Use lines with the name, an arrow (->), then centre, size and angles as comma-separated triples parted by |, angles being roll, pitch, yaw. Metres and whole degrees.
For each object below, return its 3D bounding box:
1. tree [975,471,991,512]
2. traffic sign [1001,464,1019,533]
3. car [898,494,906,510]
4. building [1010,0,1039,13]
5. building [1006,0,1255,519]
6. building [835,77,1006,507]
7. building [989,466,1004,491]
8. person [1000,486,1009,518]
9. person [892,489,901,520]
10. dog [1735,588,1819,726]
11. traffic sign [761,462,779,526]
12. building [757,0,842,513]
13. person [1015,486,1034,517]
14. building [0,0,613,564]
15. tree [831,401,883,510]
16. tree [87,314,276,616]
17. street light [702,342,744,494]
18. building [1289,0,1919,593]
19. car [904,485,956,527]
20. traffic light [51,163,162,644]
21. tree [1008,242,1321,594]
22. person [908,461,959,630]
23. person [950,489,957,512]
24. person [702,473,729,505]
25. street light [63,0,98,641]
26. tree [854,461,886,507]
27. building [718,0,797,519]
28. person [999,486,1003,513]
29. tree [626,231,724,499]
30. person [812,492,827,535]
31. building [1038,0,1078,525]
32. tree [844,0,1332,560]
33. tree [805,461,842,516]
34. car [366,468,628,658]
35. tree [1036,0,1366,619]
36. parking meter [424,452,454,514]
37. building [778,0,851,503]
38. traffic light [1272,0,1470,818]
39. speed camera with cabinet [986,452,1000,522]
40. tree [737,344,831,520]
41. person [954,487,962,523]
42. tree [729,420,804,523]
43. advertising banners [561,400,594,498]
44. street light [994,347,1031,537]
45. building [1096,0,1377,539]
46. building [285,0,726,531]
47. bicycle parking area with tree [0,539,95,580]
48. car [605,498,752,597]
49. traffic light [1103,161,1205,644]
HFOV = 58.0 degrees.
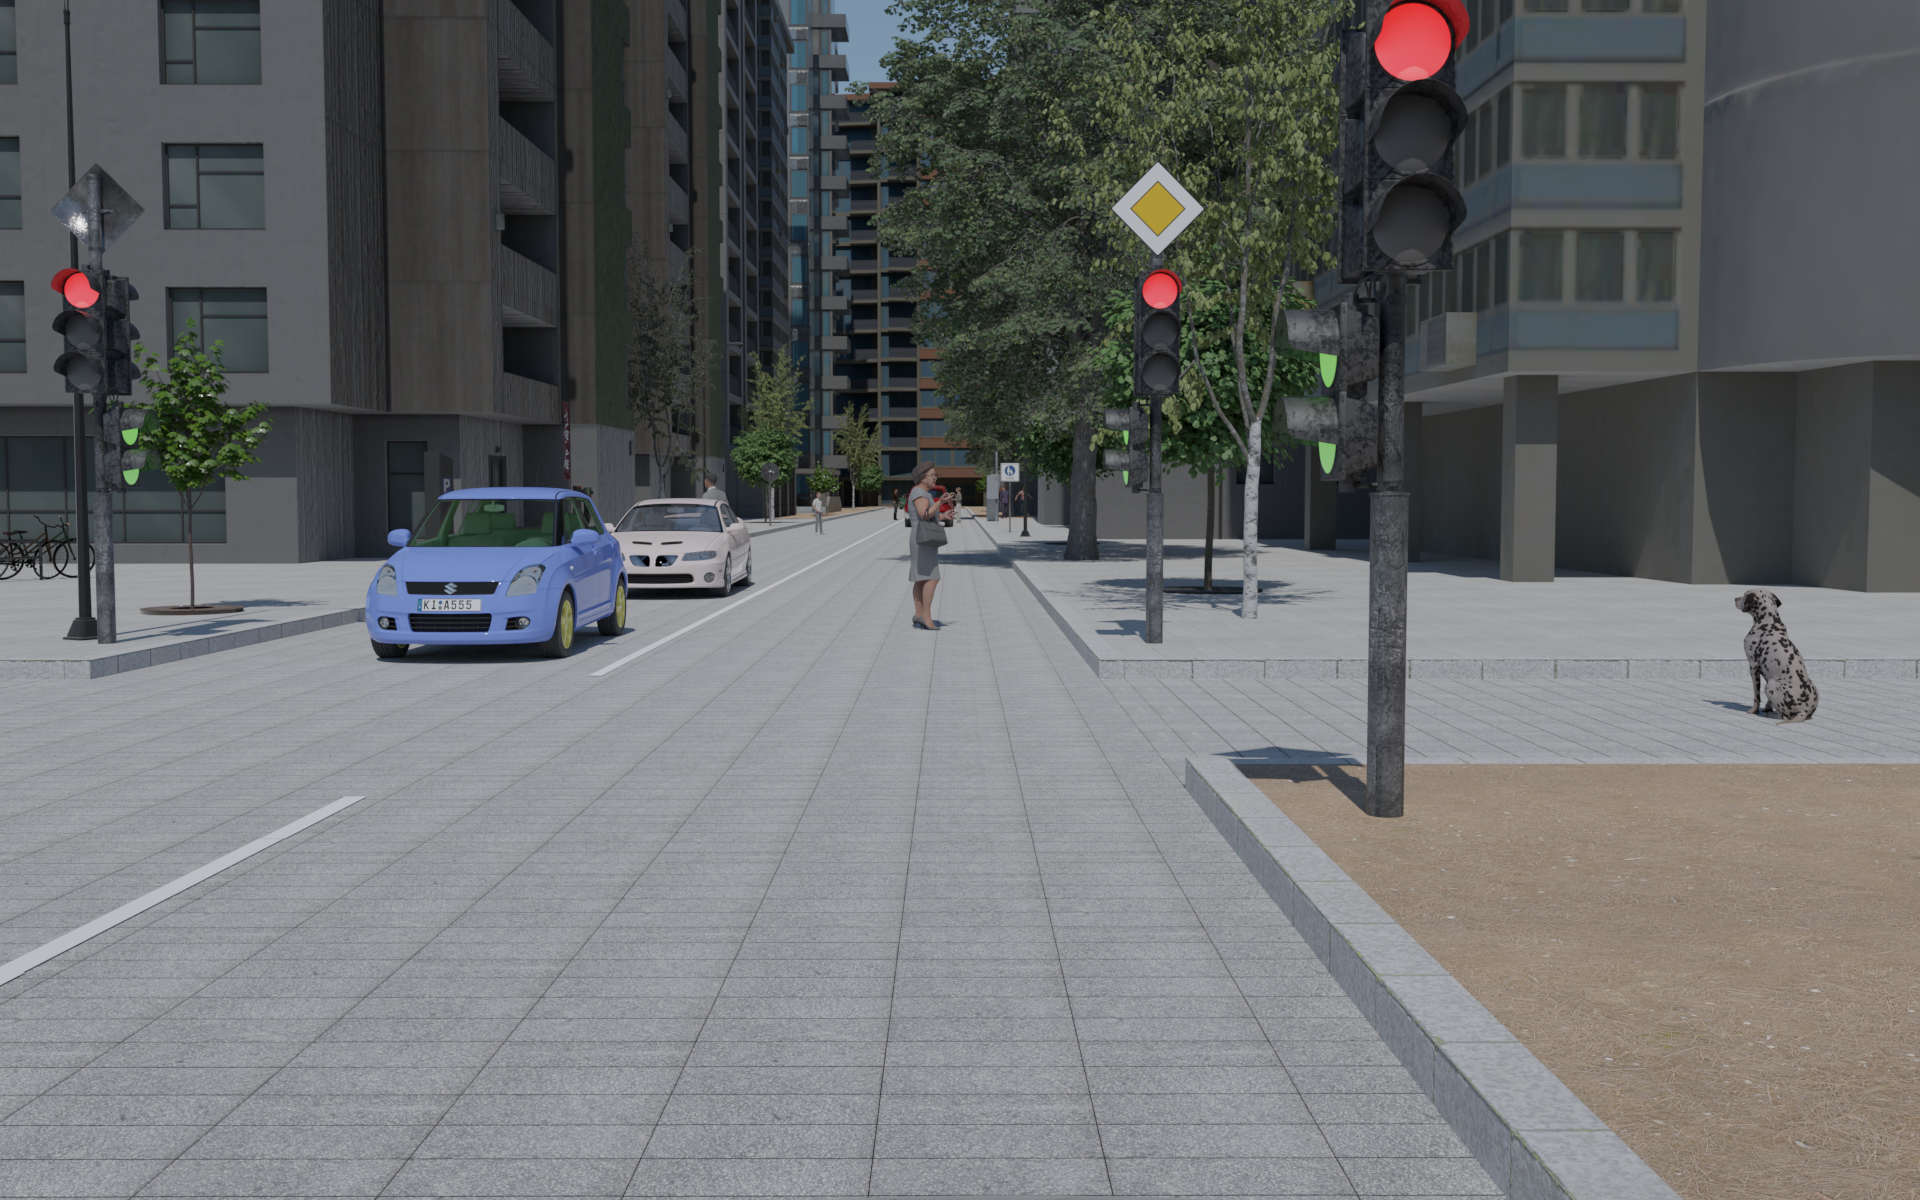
tree -> 1.889, -8.140, 127.695 | 1.663, 3.219, 1.824 | 0, 3, 0
traffic sign -> 1.660, -3.390, 57.550 | 0.606, 2.300, 0.079 | 0, 4, 4
car -> -4.717, -9.189, 162.040 | 2.131, 1.459, 4.920 | 0, 4, 1
building -> 14.126, -35.901, 128.977 | 21.231, 58.520, 28.212 | 0, 4, 0
building -> 9.837, -20.579, 108.170 | 14.160, 30.474, 14.107 | 0, 4, 0
building -> -1.682, -32.430, 184.846 | 28.867, 44.769, 22.147 | 0, 4, 0
building -> 13.042, -43.747, 153.512 | 20.563, 71.187, 20.611 | 0, 4, 0
person -> 2.344, -5.168, 91.457 | 0.541, 1.710, 0.530 | -1, 4, -18
person -> -3.443, -5.217, 94.617 | 0.721, 1.723, 1.217 | 1, 4, 15
dog -> 5.205, 0.354, 11.051 | 0.513, 0.831, 0.800 | 2, 4, 25
traffic sign -> -7.616, -4.239, 69.416 | 0.768, 2.556, 0.104 | 0, 4, 5
building -> -25.001, -26.321, 122.227 | 32.217, 40.220, 23.993 | 0, 4, 0
person -> 3.512, -5.388, 94.854 | 1.217, 1.736, 0.721 | -2, 4, -31
building -> -15.355, -16.218, 36.861 | 14.160, 30.474, 14.107 | 0, 4, 0
tree -> -8.271, -11.481, 138.073 | 4.737, 8.622, 4.395 | 0, 3, 0
tree -> -8.193, -1.474, 18.702 | 1.663, 3.219, 1.824 | 0, 3, 0
street light -> -7.312, -4.931, 53.169 | 1.470, 5.913, 1.316 | 0, 4, 0
building -> 19.225, -20.666, 29.769 | 23.993, 40.220, 32.217 | 0, 4, 0
car -> -1.337, -4.130, 76.206 | 2.281, 1.827, 5.304 | 0, 4, 1
traffic light -> -7.307, -1.580, 14.753 | 0.839, 4.253, 0.868 | 0, 4, 0
tree -> 3.211, -2.381, 22.647 | 4.285, 4.588, 4.351 | 0, 3, 0
person -> -0.287, -0.576, 18.273 | 0.532, 1.782, 0.716 | 0, 4, 2
person -> -0.603, -7.863, 137.069 | 1.348, 1.823, 0.705 | 1, 4, 12
person -> -4.245, -1.290, 29.871 | 0.850, 1.792, 0.678 | 2, 4, 34
street light -> -7.191, -2.605, 15.136 | 1.470, 5.913, 1.316 | 0, 4, 0
tree -> -8.728, -11.258, 167.787 | 4.285, 4.588, 4.351 | 0, 3, 0
building -> -20.158, -40.401, 98.809 | 20.563, 71.187, 20.611 | 0, 4, 0
person -> 2.763, -6.958, 119.825 | 0.705, 1.822, 1.348 | -2, 4, -33
tree -> -8.400, -5.985, 48.225 | 4.360, 8.622, 3.978 | 0, 3, 0
person -> -4.976, -3.058, 61.100 | 0.523, 1.515, 0.503 | 0, 4, 2
building -> 10.443, -24.046, 76.754 | 14.154, 41.232, 14.086 | 0, 4, 0
tree -> 2.360, -7.762, 33.568 | 9.857, 13.997, 8.962 | 0, 3, 0
tree -> -8.417, -6.952, 108.267 | 1.663, 3.219, 1.824 | 0, 3, 0
car -> -4.260, -0.407, 16.251 | 1.945, 1.707, 3.694 | 0, 3, 0
tree -> 2.946, -4.126, 17.828 | 4.737, 8.622, 4.395 | 0, 3, 0
parking meter -> -7.259, -1.129, 24.167 | 0.255, 1.863, 0.399 | 1, 4, 15
building -> -25.158, -32.557, 151.917 | 30.456, 49.044, 23.786 | 0, 4, 0
traffic light -> 1.681, -1.094, 6.815 | 0.839, 4.253, 0.868 | 0, 4, 0
speed camera with cabinet -> 1.534, -5.330, 81.474 | 0.660, 3.252, 2.038 | 0, 4, 1
tree -> -9.248, -8.269, 85.556 | 4.737, 8.622, 4.395 | 0, 3, 0
person -> -0.111, -4.718, 86.186 | 0.362, 1.759, 0.519 | 0, 4, -5
tree -> -8.569, -5.698, 76.880 | 4.285, 4.588, 4.351 | 0, 3, 0
advertising banners -> -7.368, -2.274, 33.361 | 0.090, 3.025, 2.074 | 0, 4, 3
street light -> 1.422, -4.854, 51.912 | 1.470, 5.913, 1.316 | 0, 4, 0
building -> 10.722, -17.329, 55.028 | 14.160, 30.474, 14.107 | 0, 4, 0
building -> -17.668, -18.306, 71.008 | 14.160, 30.474, 14.107 | 0, 4, 0
bicycle parking area with tree -> -17.969, -2.286, 24.372 | 8.231, 4.147, 9.016 | 3, 4, 37
car -> -4.168, -0.811, 25.626 | 2.083, 1.381, 4.827 | 0, 4, -1
traffic light -> 1.654, -1.583, 14.800 | 0.839, 4.253, 0.868 | 0, 4, 0
